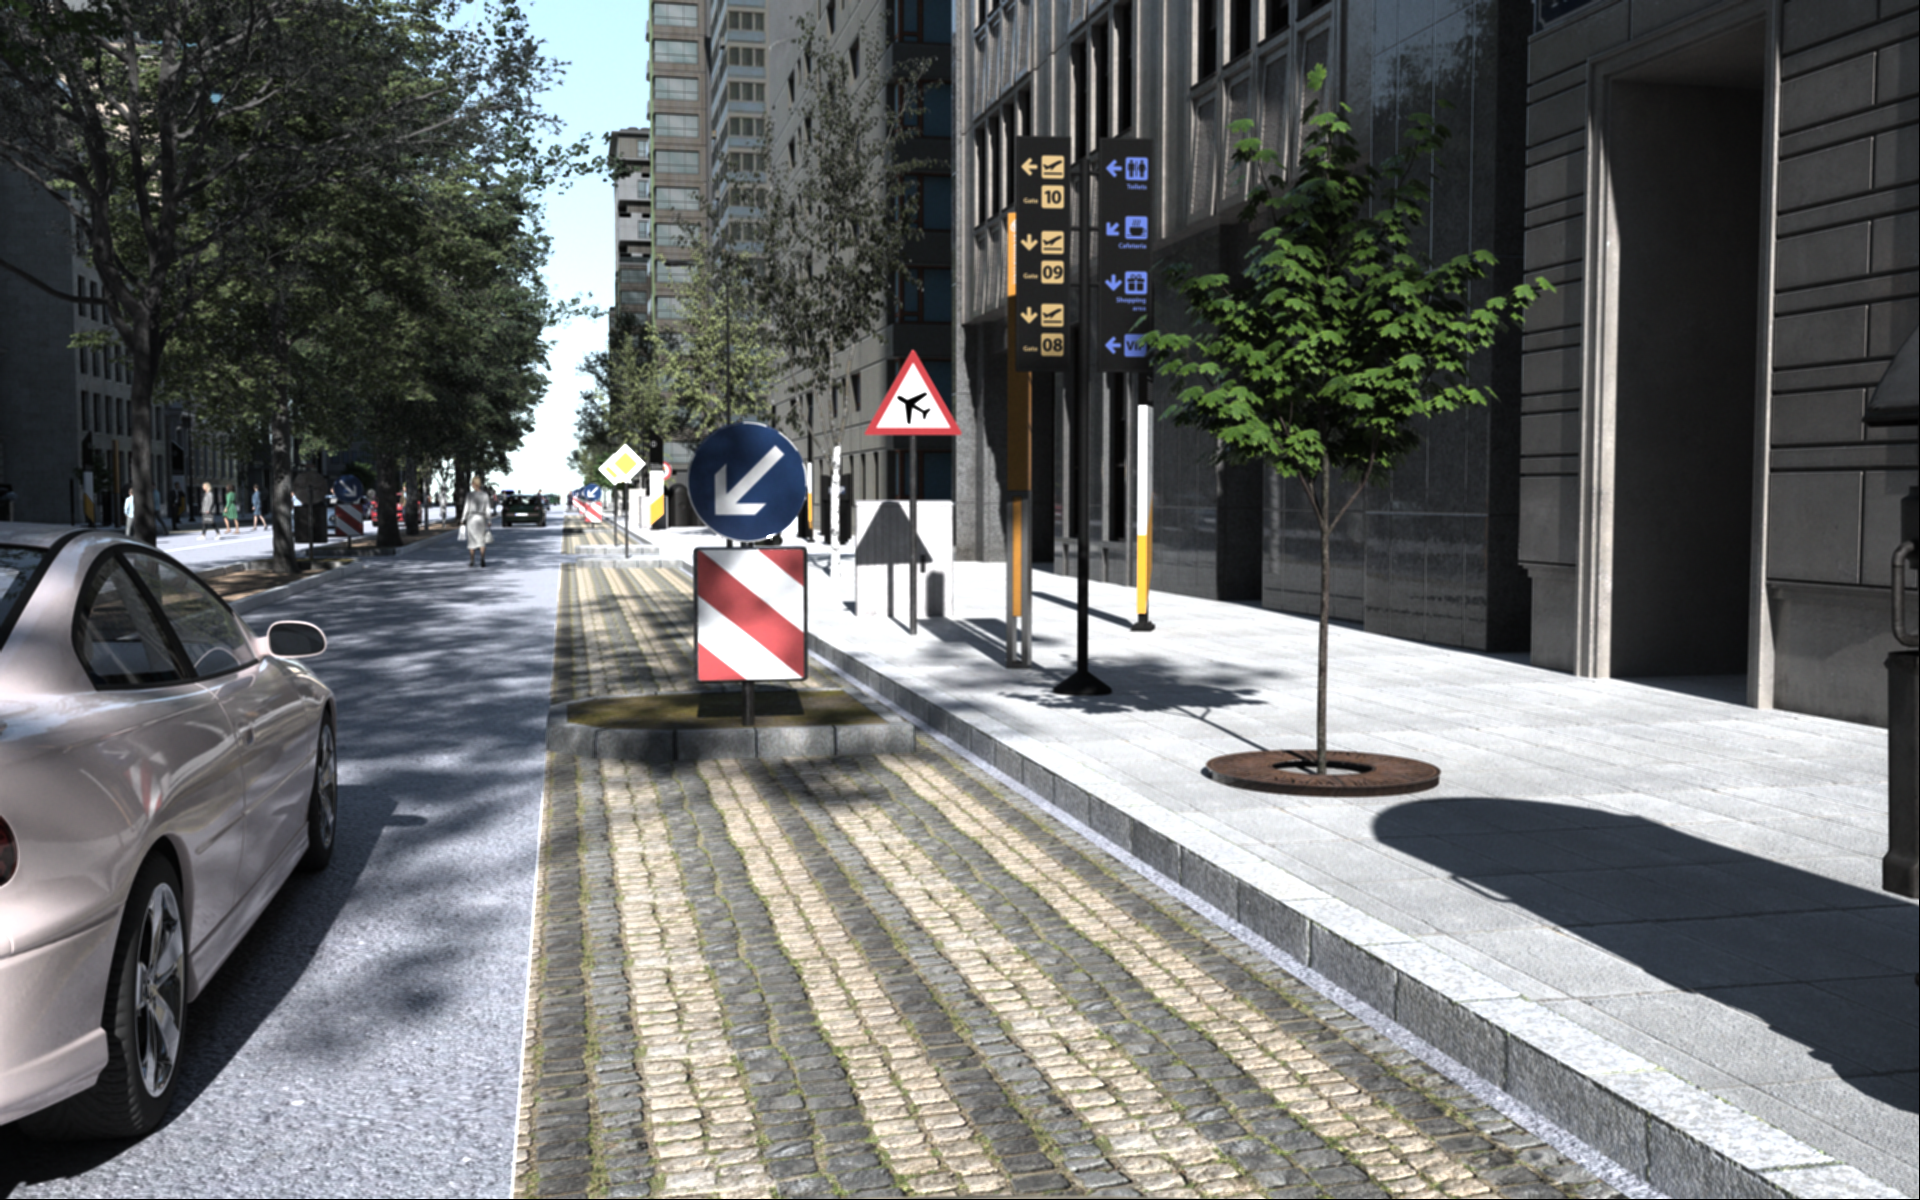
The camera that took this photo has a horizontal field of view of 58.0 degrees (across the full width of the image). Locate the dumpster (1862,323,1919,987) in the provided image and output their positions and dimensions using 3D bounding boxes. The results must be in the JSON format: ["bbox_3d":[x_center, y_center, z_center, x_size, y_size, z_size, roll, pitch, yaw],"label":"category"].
[{"bbox_3d":[2.695,0.172,2.939,1.264,1.857,1.865,-1,4,-13],"label":"dumpster"}]

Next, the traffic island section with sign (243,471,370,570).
[{"bbox_3d":[-12.663,-1.553,33.525,2.006,1.907,1.989,-1,4,-13],"label":"traffic island section with sign"}]

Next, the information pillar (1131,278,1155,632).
[{"bbox_3d":[1.747,-1.527,16.314,0.183,3.616,0.504,1,4,13],"label":"information pillar"}]

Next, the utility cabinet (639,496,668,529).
[{"bbox_3d":[-11.352,-3.242,64.169,1.020,1.237,0.306,-1,4,-22],"label":"utility cabinet"}]

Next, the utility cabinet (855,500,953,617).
[{"bbox_3d":[-0.590,-0.433,18.235,1.020,1.237,0.306,0,4,-5],"label":"utility cabinet"}]

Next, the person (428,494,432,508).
[{"bbox_3d":[-56.050,-10.464,182.778,0.628,1.438,0.799,-1,4,-9],"label":"person"}]

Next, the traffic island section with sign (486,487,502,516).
[{"bbox_3d":[-30.987,-6.476,114.019,2.006,1.907,1.989,-1,4,-13],"label":"traffic island section with sign"}]

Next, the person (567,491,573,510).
[{"bbox_3d":[-33.522,-8.532,148.909,0.541,1.710,0.530,-2,4,-34],"label":"person"}]

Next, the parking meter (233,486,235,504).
[{"bbox_3d":[-43.280,-5.944,102.889,0.255,1.863,0.399,3,5,43],"label":"parking meter"}]

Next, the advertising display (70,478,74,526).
[{"bbox_3d":[-35.459,-3.912,69.172,0.123,1.923,0.974,-2,4,-27],"label":"advertising display"}]

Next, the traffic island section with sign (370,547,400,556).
[{"bbox_3d":[-14.298,-1.995,40.751,2.006,1.907,1.989,-1,4,-13],"label":"traffic island section with sign"}]

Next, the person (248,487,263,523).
[{"bbox_3d":[-34.640,-4.687,85.233,0.694,1.812,0.767,0,4,-4],"label":"person"}]

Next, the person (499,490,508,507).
[{"bbox_3d":[-34.745,-7.528,132.368,0.721,1.735,1.217,3,4,37],"label":"person"}]

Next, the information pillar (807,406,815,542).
[{"bbox_3d":[-3.963,-3.338,45.926,0.183,3.616,0.504,0,3,0],"label":"information pillar"}]

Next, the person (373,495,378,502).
[{"bbox_3d":[-47.983,-8.121,141.968,0.721,1.739,1.217,1,4,8],"label":"person"}]

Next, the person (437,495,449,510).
[{"bbox_3d":[-38.461,-7.316,128.944,1.217,1.723,0.721,2,4,29],"label":"person"}]

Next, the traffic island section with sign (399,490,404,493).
[{"bbox_3d":[-52.264,-9.412,162.510,1.989,1.847,2.006,-1,4,-13],"label":"traffic island section with sign"}]

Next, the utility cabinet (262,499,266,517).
[{"bbox_3d":[-39.297,-5.421,97.314,0.318,1.500,1.173,-2,4,-35],"label":"utility cabinet"}]

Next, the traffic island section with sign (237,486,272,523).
[{"bbox_3d":[-35.062,-4.789,86.926,1.989,1.847,2.006,-1,4,-13],"label":"traffic island section with sign"}]

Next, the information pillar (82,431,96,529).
[{"bbox_3d":[-32.204,-4.442,63.989,0.183,3.616,0.504,0,4,7],"label":"information pillar"}]

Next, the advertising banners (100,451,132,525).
[{"bbox_3d":[-34.334,-4.561,70.763,2.074,3.025,0.090,1,4,21],"label":"advertising banners"}]

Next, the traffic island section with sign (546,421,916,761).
[{"bbox_3d":[-1.432,-0.098,10.234,1.989,1.847,2.006,-1,4,-13],"label":"traffic island section with sign"}]

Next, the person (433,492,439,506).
[{"bbox_3d":[-62.000,-11.998,205.391,1.217,1.736,0.721,1,4,17],"label":"person"}]

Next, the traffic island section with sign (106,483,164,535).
[{"bbox_3d":[-29.071,-3.181,60.642,1.989,1.847,2.006,-1,4,-13],"label":"traffic island section with sign"}]

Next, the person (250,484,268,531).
[{"bbox_3d":[-27.496,-3.629,67.856,0.654,1.822,0.581,1,4,10],"label":"person"}]

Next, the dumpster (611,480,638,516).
[{"bbox_3d":[-19.415,-5.978,100.230,1.502,2.255,1.985,-1,4,-13],"label":"dumpster"}]

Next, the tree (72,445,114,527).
[{"bbox_3d":[-33.862,-4.489,67.991,1.663,3.219,1.824,0,3,0],"label":"tree"}]

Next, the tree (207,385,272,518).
[{"bbox_3d":[-38.441,-8.736,93.197,4.737,8.622,4.395,0,3,0],"label":"tree"}]

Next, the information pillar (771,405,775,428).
[{"bbox_3d":[-4.923,-3.325,45.724,0.183,3.616,0.504,-1,4,-11],"label":"information pillar"}]

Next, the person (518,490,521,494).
[{"bbox_3d":[-29.718,-6.584,116.965,1.217,1.723,0.721,0,4,2],"label":"person"}]

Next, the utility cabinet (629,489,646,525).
[{"bbox_3d":[-13.139,-3.869,71.931,1.173,1.500,0.318,0,4,0],"label":"utility cabinet"}]

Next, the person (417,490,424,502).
[{"bbox_3d":[-47.274,-8.738,151.396,1.348,1.821,0.705,1,4,14],"label":"person"}]

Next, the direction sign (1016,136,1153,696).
[{"bbox_3d":[0.792,-1.168,11.094,0.876,3.537,0.379,0,4,-6],"label":"direction sign"}]

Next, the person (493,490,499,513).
[{"bbox_3d":[-34.217,-7.249,127.734,0.721,1.743,1.217,-2,4,-29],"label":"person"}]

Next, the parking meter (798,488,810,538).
[{"bbox_3d":[-4.597,-2.606,51.024,0.372,1.533,0.369,0,3,0],"label":"parking meter"}]

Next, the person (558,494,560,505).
[{"bbox_3d":[-53.858,-13.514,232.717,0.557,1.426,1.065,-1,4,-10],"label":"person"}]

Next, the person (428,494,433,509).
[{"bbox_3d":[-52.460,-9.767,171.442,1.065,1.426,0.557,-3,4,-36],"label":"person"}]

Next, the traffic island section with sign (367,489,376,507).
[{"bbox_3d":[-46.276,-7.804,136.226,1.989,1.847,2.006,-1,4,-13],"label":"traffic island section with sign"}]

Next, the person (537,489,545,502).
[{"bbox_3d":[-28.864,-6.752,119.351,0.568,1.767,0.683,-1,4,-12],"label":"person"}]

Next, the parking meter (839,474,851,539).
[{"bbox_3d":[-3.320,-2.671,49.388,0.399,1.863,0.255,2,4,24],"label":"parking meter"}]

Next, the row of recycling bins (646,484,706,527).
[{"bbox_3d":[-10.691,-3.740,68.268,3.534,1.692,1.069,-3,4,-38],"label":"row of recycling bins"}]

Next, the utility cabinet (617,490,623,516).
[{"bbox_3d":[-19.314,-5.488,98.403,0.318,1.500,1.173,-1,4,-13],"label":"utility cabinet"}]

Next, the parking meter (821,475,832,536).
[{"bbox_3d":[-4.112,-2.928,53.578,0.255,1.863,0.399,2,4,29],"label":"parking meter"}]

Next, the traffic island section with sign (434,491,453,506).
[{"bbox_3d":[-64.288,-12.641,215.311,1.989,1.847,2.006,-1,4,-13],"label":"traffic island section with sign"}]

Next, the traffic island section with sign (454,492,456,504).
[{"bbox_3d":[-70.299,-14.255,241.697,1.989,1.847,2.006,-1,4,-13],"label":"traffic island section with sign"}]

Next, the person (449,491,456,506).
[{"bbox_3d":[-62.270,-12.533,213.371,1.348,1.831,0.705,-1,4,-23],"label":"person"}]

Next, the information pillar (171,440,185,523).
[{"bbox_3d":[-34.186,-5.160,75.724,0.504,3.616,0.183,0,4,-5],"label":"information pillar"}]

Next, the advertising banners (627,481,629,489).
[{"bbox_3d":[-17.460,-5.862,92.027,0.090,3.025,2.074,-2,4,-24],"label":"advertising banners"}]

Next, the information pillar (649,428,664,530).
[{"bbox_3d":[-10.811,-4.300,61.657,0.504,3.616,0.183,-1,4,-10],"label":"information pillar"}]
